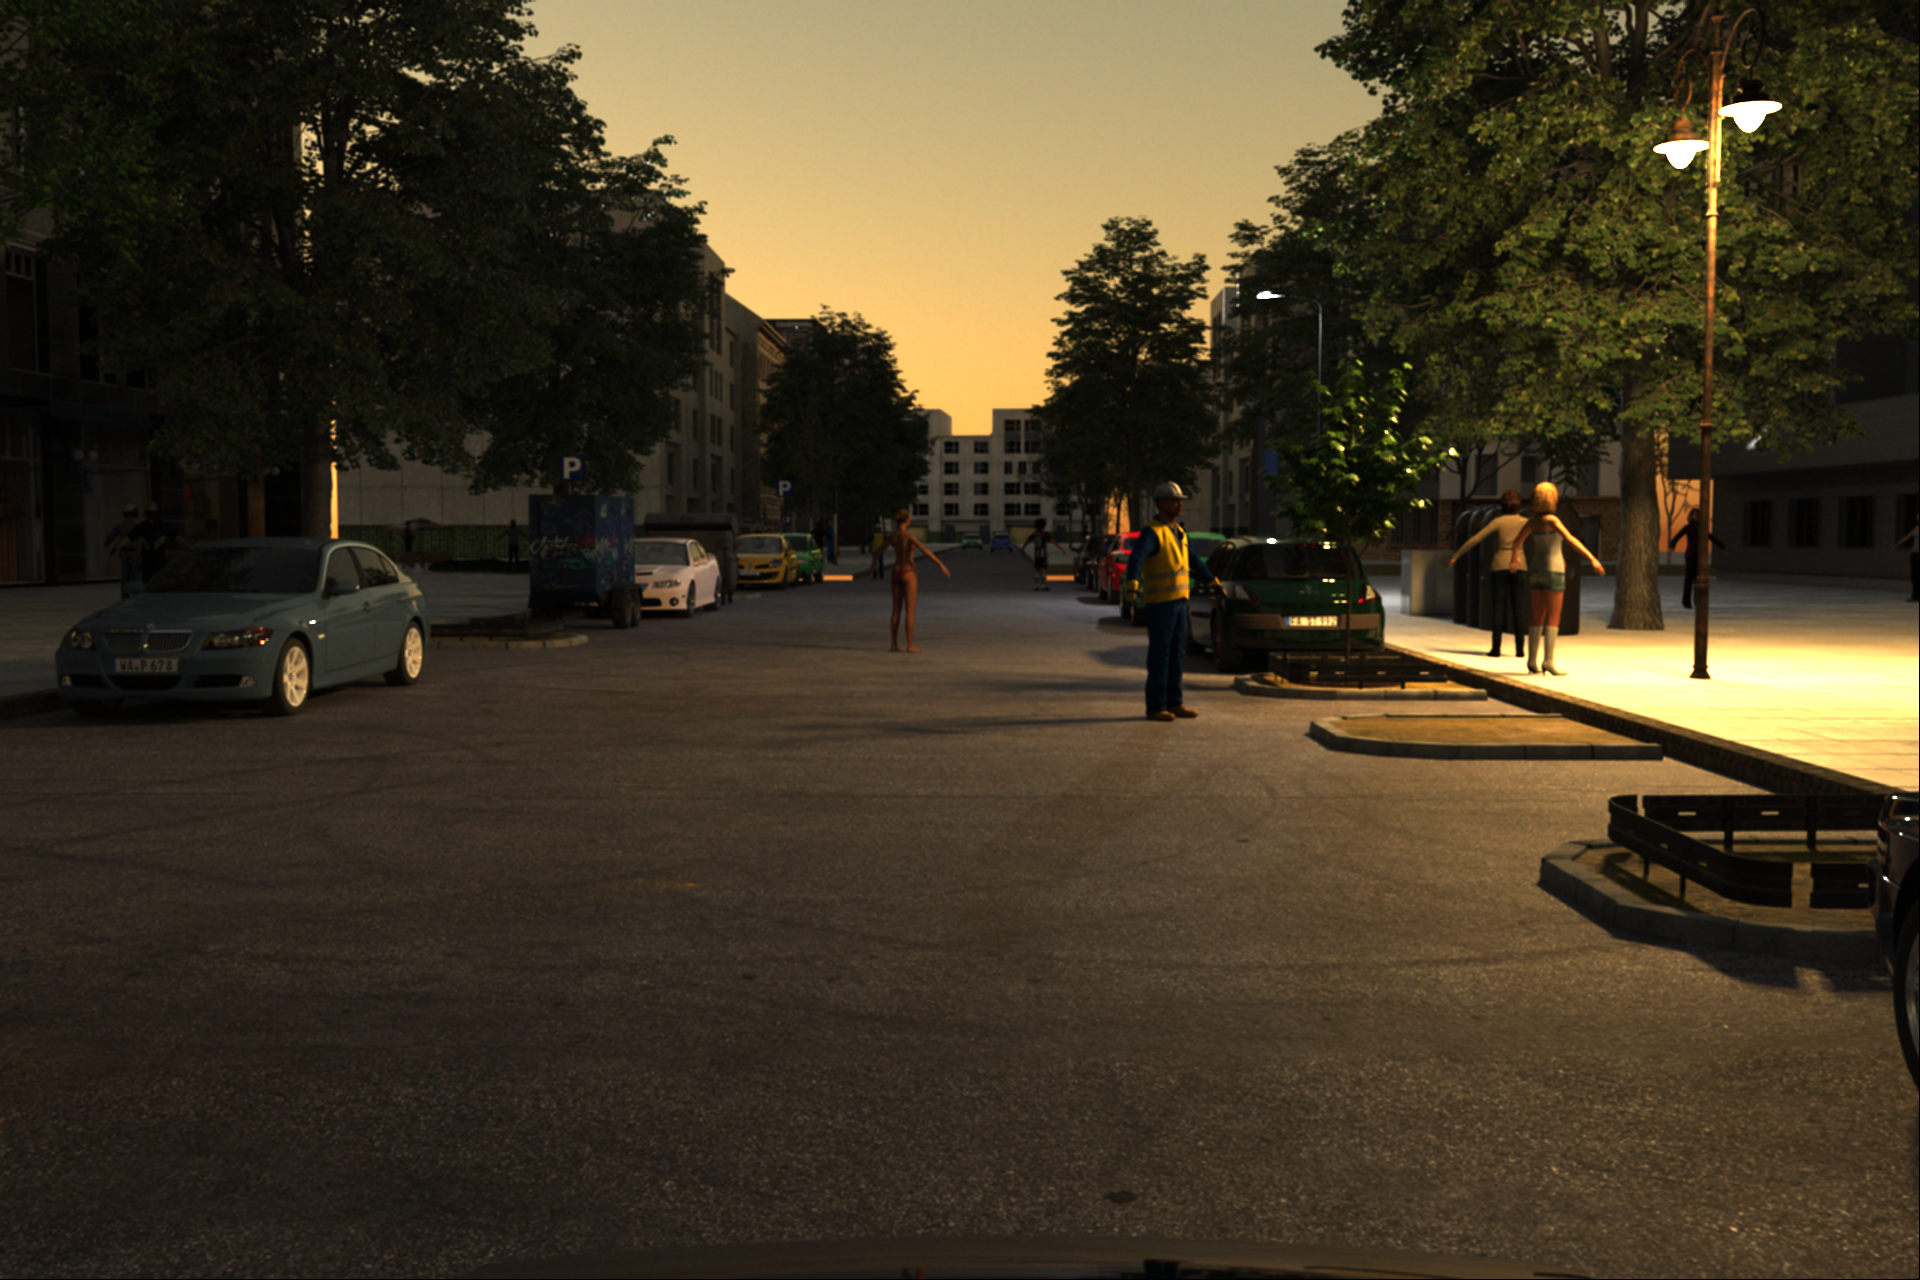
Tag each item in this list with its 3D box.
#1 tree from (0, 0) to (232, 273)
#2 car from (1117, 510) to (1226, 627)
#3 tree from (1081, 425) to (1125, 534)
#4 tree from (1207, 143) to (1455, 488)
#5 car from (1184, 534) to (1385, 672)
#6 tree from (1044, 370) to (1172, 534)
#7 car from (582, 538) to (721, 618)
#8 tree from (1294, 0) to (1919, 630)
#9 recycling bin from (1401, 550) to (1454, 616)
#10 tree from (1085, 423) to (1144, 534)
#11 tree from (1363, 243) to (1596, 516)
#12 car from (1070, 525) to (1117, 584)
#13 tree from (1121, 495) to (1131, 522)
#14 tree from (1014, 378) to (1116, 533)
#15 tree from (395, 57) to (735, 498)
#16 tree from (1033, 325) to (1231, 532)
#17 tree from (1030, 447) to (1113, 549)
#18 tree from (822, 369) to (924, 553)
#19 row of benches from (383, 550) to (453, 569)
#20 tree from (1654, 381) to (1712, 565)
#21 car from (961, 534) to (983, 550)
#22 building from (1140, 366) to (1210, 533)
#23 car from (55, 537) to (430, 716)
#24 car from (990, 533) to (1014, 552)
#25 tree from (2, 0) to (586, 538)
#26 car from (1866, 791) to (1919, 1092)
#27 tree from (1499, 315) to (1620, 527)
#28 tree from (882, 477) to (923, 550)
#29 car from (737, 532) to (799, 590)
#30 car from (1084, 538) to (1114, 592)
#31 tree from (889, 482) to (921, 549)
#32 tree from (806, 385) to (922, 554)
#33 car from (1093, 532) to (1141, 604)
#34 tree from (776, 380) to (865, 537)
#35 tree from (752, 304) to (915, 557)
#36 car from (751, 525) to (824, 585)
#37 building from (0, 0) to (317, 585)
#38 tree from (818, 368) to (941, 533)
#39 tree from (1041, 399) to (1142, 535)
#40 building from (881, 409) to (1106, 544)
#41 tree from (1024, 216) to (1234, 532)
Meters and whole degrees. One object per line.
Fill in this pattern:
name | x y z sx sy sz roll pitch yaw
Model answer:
tree | -12.438 -5.730 19.439 9.928 11.665 9.643 0 3 0
car | 3.576 -1.181 28.102 1.959 1.807 4.718 0 4 1
tree | 8.701 -9.806 110.693 4.360 8.622 3.978 0 3 0
tree | 10.995 -8.133 51.104 7.486 12.596 7.792 0 3 0
car | 3.521 -0.587 19.384 2.009 1.686 4.222 0 4 0
tree | 8.185 -9.593 91.258 8.767 10.594 7.601 1 4 21
car | -5.467 -1.147 31.113 2.083 1.381 4.827 0 4 1
tree | 9.071 -7.111 22.918 9.857 13.997 8.962 0 3 0
recycling bin | 7.431 -0.913 27.475 0.722 1.027 0.722 0 4 2
tree | 8.605 -9.391 103.902 4.360 8.622 3.978 0 3 0
tree | 20.214 -9.698 68.937 12.009 13.543 11.850 0 3 0
car | 4.257 -2.509 50.812 2.009 1.686 4.222 0 4 1
tree | 25.439 -18.197 247.880 4.360 8.622 3.978 0 3 0
tree | 9.713 -13.796 135.926 12.009 13.543 11.850 0 3 0
tree | -10.839 -8.589 47.089 9.857 13.997 8.962 0 3 0
tree | 7.525 -8.619 75.337 8.767 10.594 7.601 0 4 -5
tree | 9.969 -13.365 152.938 8.767 10.594 7.601 2 4 30
tree | -6.136 -12.254 118.482 7.486 12.596 7.792 0 3 0
row of benches | -20.721 -3.018 64.799 1.422 0.672 4.104 2 4 29
tree | 29.590 -7.450 72.163 4.360 8.622 3.978 0 3 0
car | 1.078 -8.892 154.181 1.959 1.807 4.718 0 4 1
building | 28.760 -19.833 190.722 16.747 18.905 31.486 0 4 1
car | -6.068 -0.194 15.179 2.014 1.417 4.499 0 4 1
car | 3.286 -7.754 136.366 1.945 1.707 3.694 0 4 2
tree | -11.157 -7.530 29.772 9.857 13.997 8.962 0 3 0
car | 3.175 0.592 2.904 1.945 1.354 3.894 0 4 2
tree | 20.066 -6.573 57.830 4.737 8.622 4.395 0 3 0
tree | -6.473 -12.795 143.603 7.601 10.594 8.767 2 4 30
car | -5.236 -2.148 45.339 2.015 1.641 3.980 0 4 1
car | 4.152 -1.917 43.922 1.945 1.354 3.894 0 3 0
tree | -6.115 -12.404 153.168 4.360 8.622 3.978 0 3 0
tree | -6.230 -10.678 108.995 8.767 10.594 7.601 1 4 12
car | 3.925 -1.695 36.747 2.155 1.783 4.494 0 4 0
tree | -7.239 -8.125 83.198 4.360 8.622 3.978 0 3 0
tree | -7.089 -11.698 97.912 9.857 13.997 8.962 0 3 0
car | -4.966 -2.508 49.795 1.959 1.807 4.718 0 4 1
building | -27.775 -16.205 44.545 16.754 29.471 25.880 0 4 2
tree | -6.214 -13.763 131.681 9.857 13.997 8.962 0 3 0
tree | 9.326 -11.927 120.762 9.928 11.665 9.643 0 3 0
building | 5.286 -23.347 250.629 31.486 18.905 16.747 0 4 5
tree | 6.120 -8.849 62.816 7.486 12.596 7.792 0 3 0
